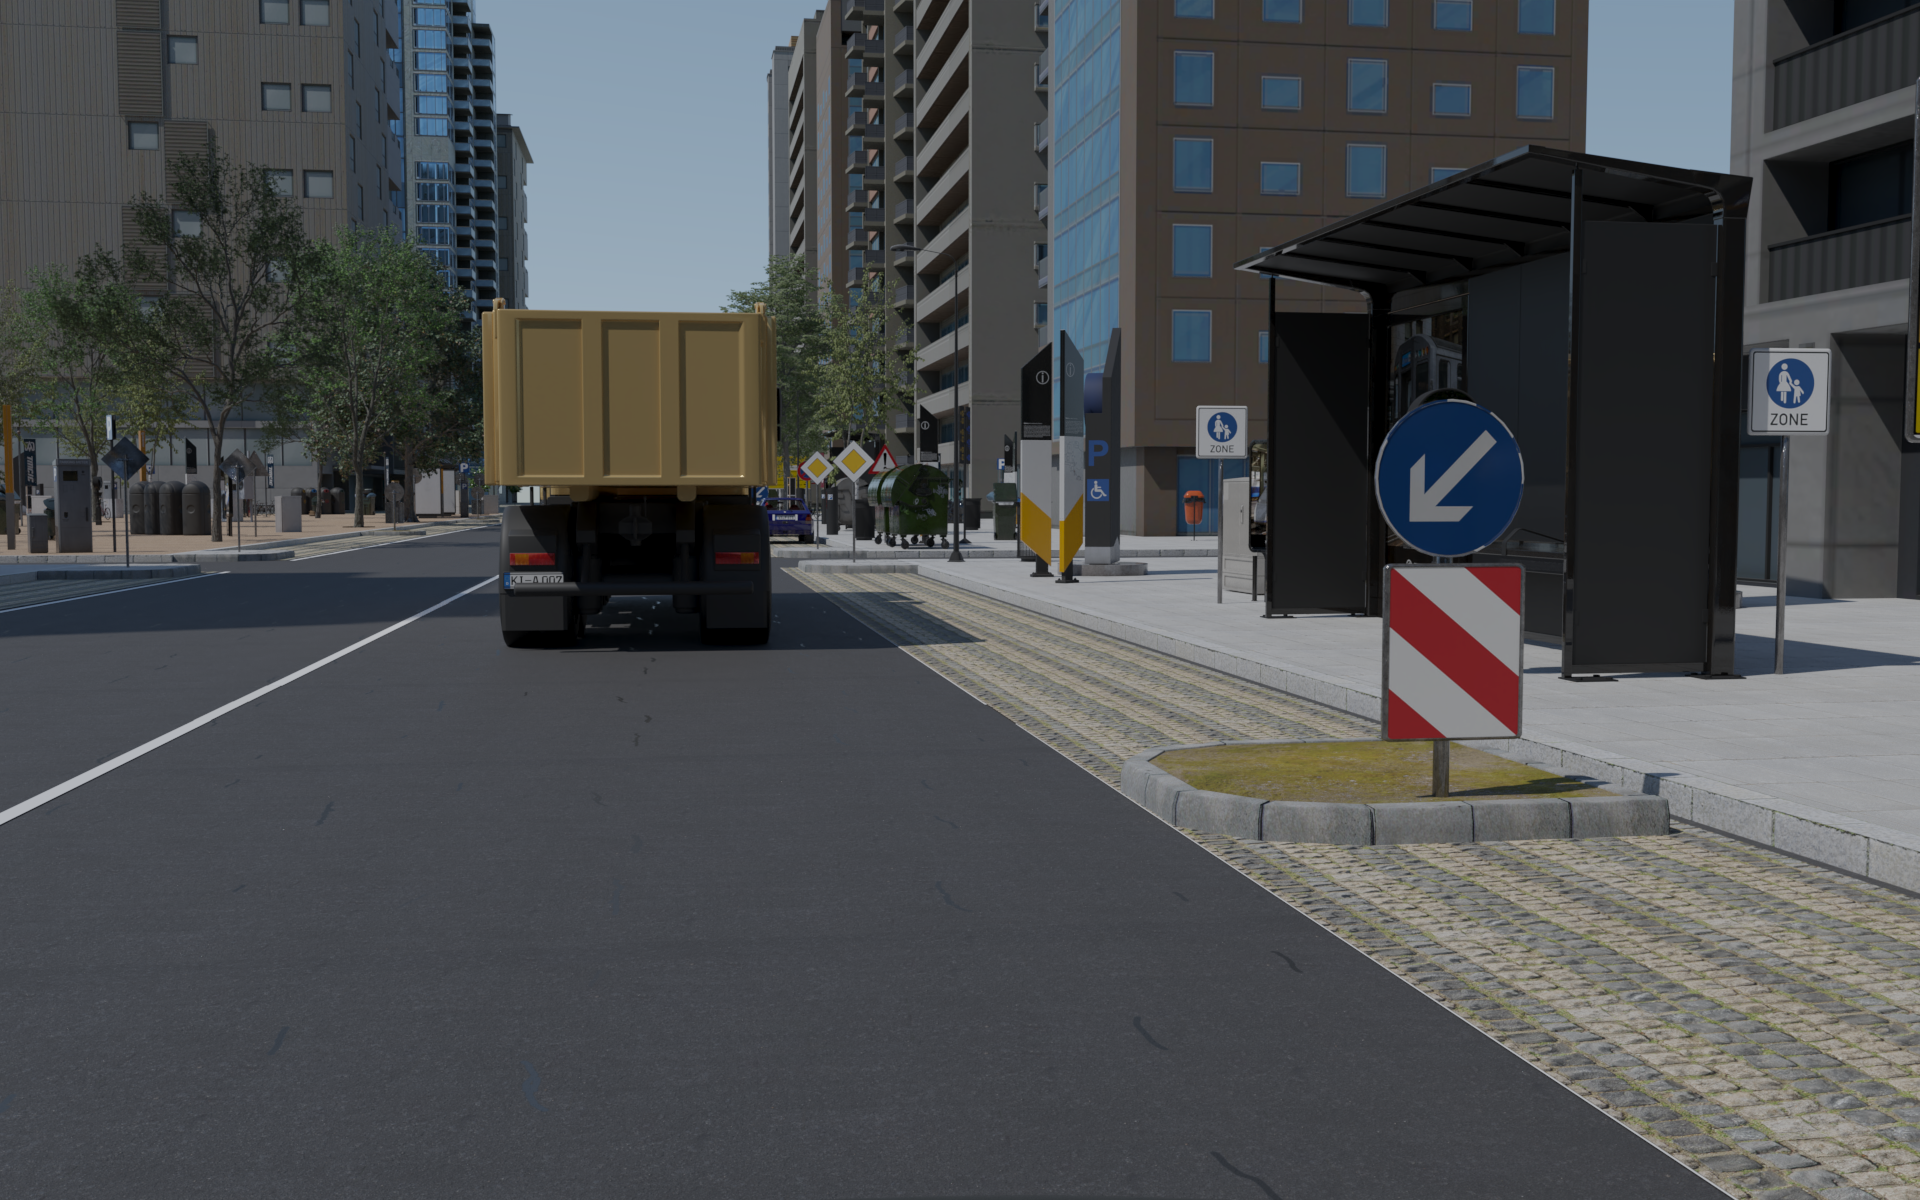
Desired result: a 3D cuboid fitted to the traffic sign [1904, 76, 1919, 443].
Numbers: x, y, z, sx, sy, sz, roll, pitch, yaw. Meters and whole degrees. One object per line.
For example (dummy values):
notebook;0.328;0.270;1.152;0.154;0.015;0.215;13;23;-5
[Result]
traffic sign;5.758;-0.899;8.569;2.265;3.308;0.079;0;4;-3

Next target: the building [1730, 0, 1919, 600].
building;21.383;-35.332;15.927;20.563;71.187;20.611;-1;4;-10

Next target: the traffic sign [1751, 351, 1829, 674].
traffic sign;5.826;-0.619;12.255;0.606;2.300;0.079;0;4;-7

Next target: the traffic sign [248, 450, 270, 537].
traffic sign;-21.025;-3.158;51.640;0.884;2.594;0.081;0;4;-2

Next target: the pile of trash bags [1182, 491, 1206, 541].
pile of trash bags;7.864;-2.323;47.726;3.447;1.369;1.912;0;4;5

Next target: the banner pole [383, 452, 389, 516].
banner pole;-33.998;-6.893;102.720;0.401;3.779;0.863;-3;4;-37

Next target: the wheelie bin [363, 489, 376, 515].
wheelie bin;-35.736;-5.916;104.634;0.980;1.594;0.693;1;4;9

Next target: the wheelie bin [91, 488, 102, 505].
wheelie bin;-47.634;-5.331;95.072;0.693;1.594;0.980;2;4;26

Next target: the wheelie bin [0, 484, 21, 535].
wheelie bin;-30.059;-2.852;54.546;0.693;1.594;0.980;0;4;-5

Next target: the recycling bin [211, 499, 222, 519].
recycling bin;-39.252;-4.806;91.127;0.722;1.027;0.722;0;4;6

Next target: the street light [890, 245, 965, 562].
street light;-0.605;-3.668;32.509;1.470;5.913;1.316;-1;4;-10

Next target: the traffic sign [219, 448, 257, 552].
traffic sign;-15.881;-2.108;38.111;0.795;2.450;0.064;-1;4;-10

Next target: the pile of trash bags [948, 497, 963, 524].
pile of trash bags;-0.725;-4.025;75.556;1.912;1.369;3.447;3;4;37

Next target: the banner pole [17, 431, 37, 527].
banner pole;-36.996;-4.809;68.643;0.401;3.779;0.863;3;4;39

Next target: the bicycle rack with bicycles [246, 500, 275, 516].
bicycle rack with bicycles;-41.627;-5.480;102.986;2.852;0.926;2.925;3;5;41

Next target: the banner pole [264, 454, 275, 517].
banner pole;-38.444;-6.503;96.333;0.863;3.779;0.401;2;4;24

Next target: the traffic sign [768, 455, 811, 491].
traffic sign;-8.912;-5.911;90.515;2.265;3.308;0.079;0;4;-7

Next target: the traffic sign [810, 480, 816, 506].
traffic sign;-7.847;-5.569;91.050;0.884;2.594;0.081;0;4;-5

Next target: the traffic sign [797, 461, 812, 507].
traffic sign;-5.893;-4.078;66.777;0.768;2.556;0.104;-1;4;-9

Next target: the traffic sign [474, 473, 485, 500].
traffic sign;-29.232;-6.447;105.513;0.768;2.556;0.104;0;4;-6

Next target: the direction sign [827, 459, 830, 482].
direction sign;-8.171;-7.357;112.287;0.876;3.537;0.379;0;4;-1

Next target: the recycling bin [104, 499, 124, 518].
recycling bin;-45.159;-4.885;92.418;0.722;1.027;0.722;0;4;3

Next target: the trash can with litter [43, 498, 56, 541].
trash can with litter;-24.842;-2.226;47.790;1.055;1.170;0.624;3;5;42

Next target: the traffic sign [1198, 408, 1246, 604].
traffic sign;3.041;-1.106;20.210;0.606;2.300;0.079;0;4;-7

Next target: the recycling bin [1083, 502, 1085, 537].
recycling bin;3.938;-2.438;52.418;0.722;1.027;0.722;-1;4;-10

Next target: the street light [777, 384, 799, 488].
street light;-7.333;-6.121;72.613;1.470;5.913;1.316;-1;4;-10

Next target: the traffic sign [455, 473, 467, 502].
traffic sign;-30.159;-6.395;104.666;0.768;2.556;0.104;0;4;-1

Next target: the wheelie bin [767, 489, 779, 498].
wheelie bin;-10.129;-5.163;92.324;0.980;1.594;0.693;-3;4;-37

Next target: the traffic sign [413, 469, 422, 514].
traffic sign;-27.322;-5.300;86.766;0.768;2.556;0.104;-1;4;-9

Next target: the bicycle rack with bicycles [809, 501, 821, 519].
bicycle rack with bicycles;-7.028;-5.354;100.919;2.925;0.926;2.852;-1;4;-11

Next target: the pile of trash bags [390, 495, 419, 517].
pile of trash bags;-31.918;-5.512;99.874;1.912;1.369;3.447;-1;4;-15

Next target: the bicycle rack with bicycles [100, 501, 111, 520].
bicycle rack with bicycles;-43.611;-4.413;85.530;2.852;0.926;2.925;-3;5;-44

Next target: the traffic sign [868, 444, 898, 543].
traffic sign;-1.958;-2.774;45.353;0.884;2.594;0.081;0;4;-2

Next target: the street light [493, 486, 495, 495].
street light;-30.013;-8.621;113.500;1.470;5.913;1.316;-1;4;-10

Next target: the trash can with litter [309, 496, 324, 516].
trash can with litter;-37.418;-5.459;100.634;0.624;1.170;1.055;0;4;1

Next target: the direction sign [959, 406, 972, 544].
direction sign;0.121;-3.229;44.799;0.379;3.537;0.876;1;4;18

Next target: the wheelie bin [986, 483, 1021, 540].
wheelie bin;1.210;-2.461;48.142;0.980;1.594;0.693;0;4;-6

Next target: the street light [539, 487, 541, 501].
street light;-37.002;-11.146;154.776;1.470;5.913;1.316;-1;4;-10

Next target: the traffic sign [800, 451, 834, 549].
traffic sign;-3.309;-2.236;40.201;0.795;2.450;0.064;-1;4;-10

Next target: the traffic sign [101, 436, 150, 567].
traffic sign;-14.554;-1.627;30.237;0.795;2.450;0.064;-1;4;-10

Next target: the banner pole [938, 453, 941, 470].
banner pole;-1.410;-6.300;93.022;0.863;3.779;0.401;-1;4;-15
